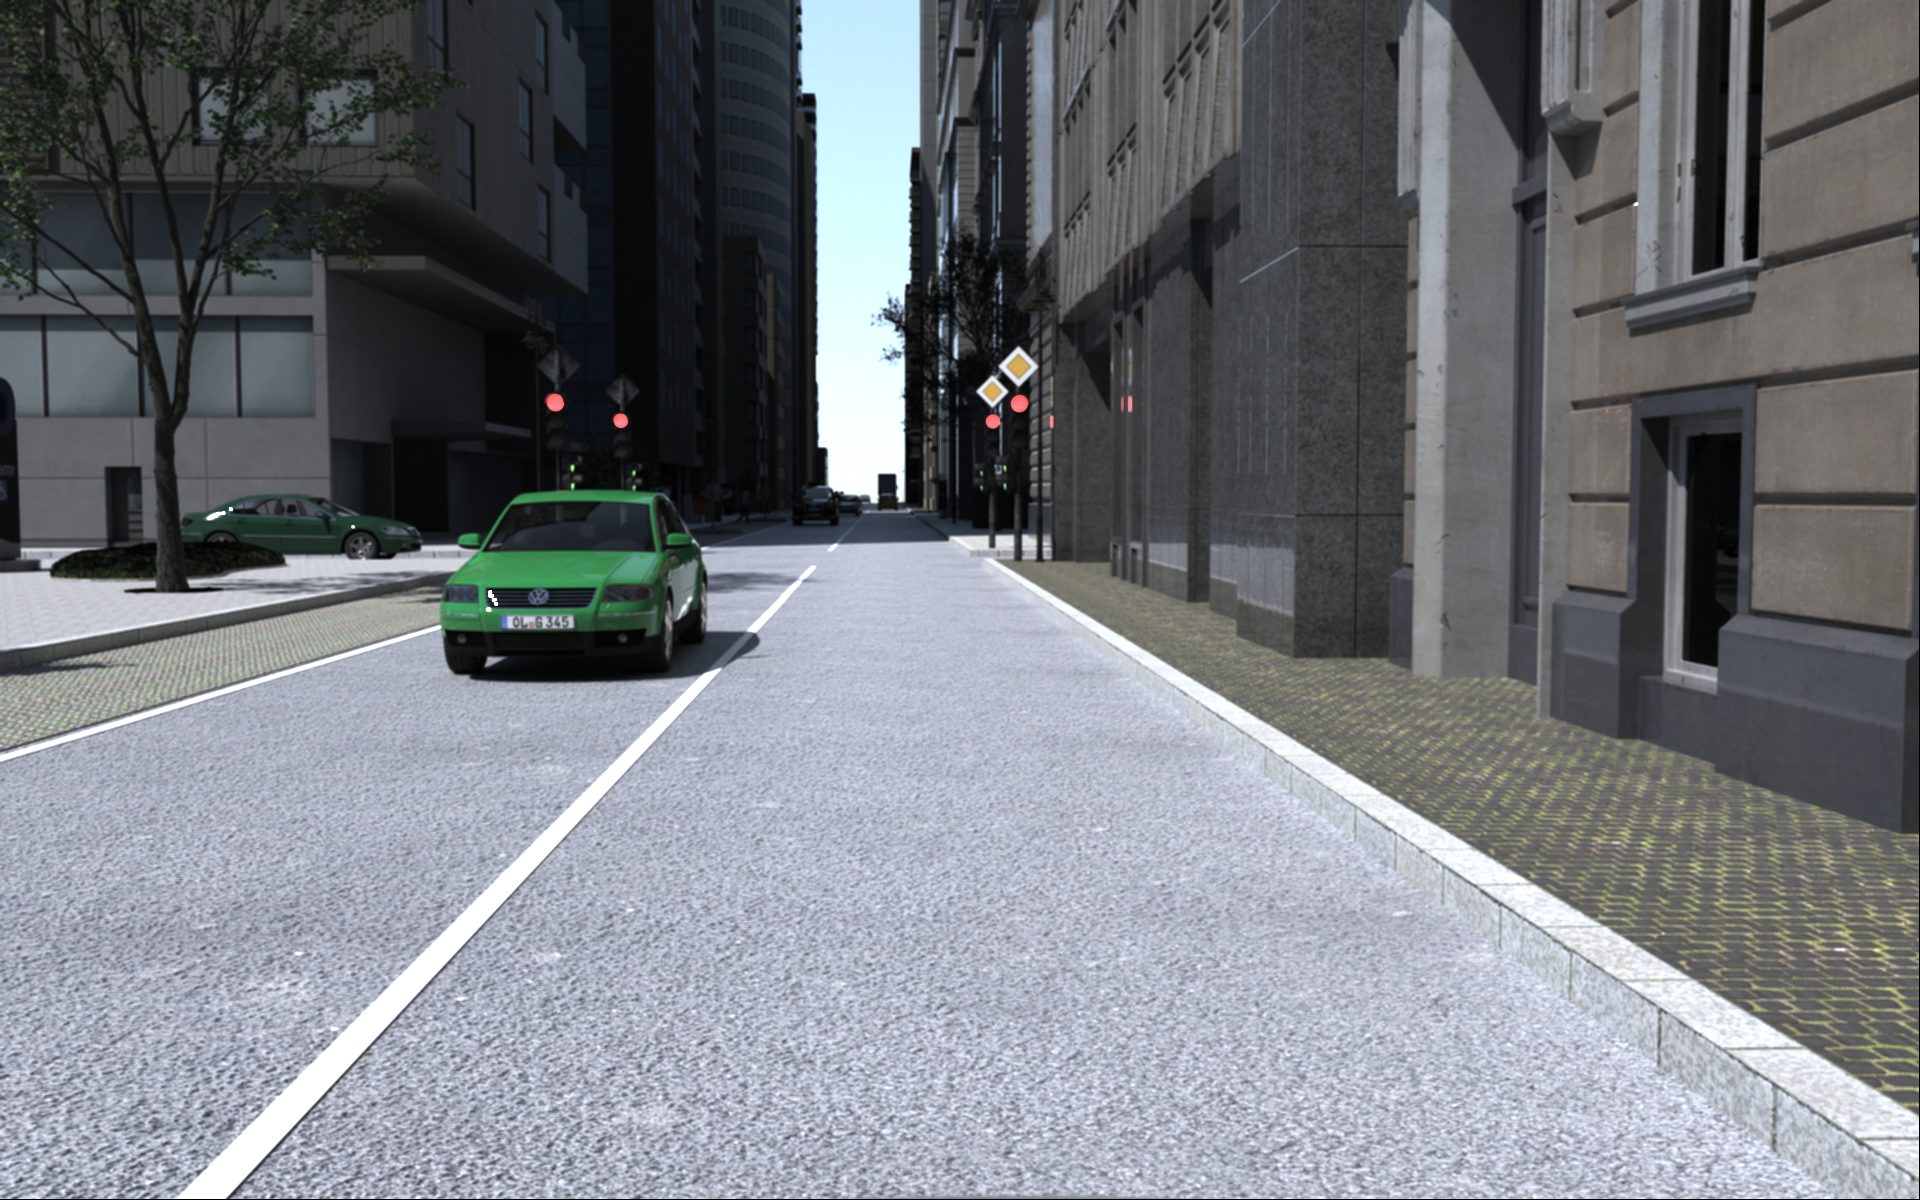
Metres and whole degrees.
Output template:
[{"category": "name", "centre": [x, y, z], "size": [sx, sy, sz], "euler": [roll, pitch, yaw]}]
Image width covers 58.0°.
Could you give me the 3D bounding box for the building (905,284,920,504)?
[{"category": "building", "centre": [-0.597, -28.522, 238.036], "size": [14.160, 30.474, 14.107], "euler": [0, 4, -2]}]

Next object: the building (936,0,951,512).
[{"category": "building", "centre": [5.248, -27.106, 126.773], "size": [14.154, 41.232, 14.086], "euler": [0, 4, -2]}]

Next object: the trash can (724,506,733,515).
[{"category": "trash can", "centre": [-14.349, -5.866, 107.569], "size": [0.748, 1.137, 0.748], "euler": [0, 3, 0]}]

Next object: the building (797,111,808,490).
[{"category": "building", "centre": [-23.178, -30.319, 179.309], "size": [14.154, 41.232, 14.086], "euler": [0, 4, -2]}]

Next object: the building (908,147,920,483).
[{"category": "building", "centre": [4.740, -34.332, 215.952], "size": [22.147, 44.769, 28.867], "euler": [0, 4, -2]}]

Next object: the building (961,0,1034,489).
[{"category": "building", "centre": [7.297, -17.702, 75.338], "size": [13.634, 28.700, 20.117], "euler": [0, 4, -2]}]

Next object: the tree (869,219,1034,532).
[{"category": "tree", "centre": [0.966, -7.636, 59.253], "size": [7.601, 10.594, 8.767], "euler": [1, 4, 22]}]

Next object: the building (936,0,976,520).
[{"category": "building", "centre": [4.622, -19.751, 100.424], "size": [11.434, 29.767, 29.804], "euler": [0, 4, -2]}]

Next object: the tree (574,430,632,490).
[{"category": "tree", "centre": [-10.912, -3.530, 52.318], "size": [1.663, 3.219, 1.824], "euler": [0, 3, 0]}]

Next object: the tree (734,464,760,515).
[{"category": "tree", "centre": [-13.377, -7.003, 109.107], "size": [1.663, 3.219, 1.824], "euler": [0, 3, 0]}]

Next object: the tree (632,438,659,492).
[{"category": "tree", "centre": [-11.101, -3.938, 58.987], "size": [1.663, 3.219, 1.824], "euler": [0, 3, 0]}]

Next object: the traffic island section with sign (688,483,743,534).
[{"category": "traffic island section with sign", "centre": [-8.849, -3.279, 62.239], "size": [1.989, 1.847, 2.006], "euler": [0, 4, -2]}]

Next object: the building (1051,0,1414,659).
[{"category": "building", "centre": [8.170, -12.532, 22.913], "size": [12.078, 24.808, 19.932], "euler": [0, 4, -2]}]

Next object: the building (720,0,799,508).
[{"category": "building", "centre": [-26.030, -37.647, 157.529], "size": [21.231, 58.520, 28.212], "euler": [0, 4, -2]}]

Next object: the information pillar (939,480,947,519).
[{"category": "information pillar", "centre": [-0.883, -5.236, 90.100], "size": [0.304, 2.012, 0.304], "euler": [3, 5, 41]}]

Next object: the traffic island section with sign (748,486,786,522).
[{"category": "traffic island section with sign", "centre": [-10.028, -4.950, 89.561], "size": [1.989, 1.847, 2.006], "euler": [0, 4, -2]}]

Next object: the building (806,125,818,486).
[{"category": "building", "centre": [-24.283, -33.965, 205.432], "size": [14.600, 45.320, 14.200], "euler": [0, 4, -2]}]

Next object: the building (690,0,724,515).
[{"category": "building", "centre": [-21.780, -25.661, 103.146], "size": [14.154, 41.232, 14.086], "euler": [0, 4, -2]}]

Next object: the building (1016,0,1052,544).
[{"category": "building", "centre": [11.446, -13.276, 45.944], "size": [19.941, 23.489, 11.050], "euler": [0, 4, -2]}]

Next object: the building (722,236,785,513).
[{"category": "building", "centre": [-27.943, -17.432, 130.047], "size": [27.650, 21.520, 28.899], "euler": [0, 4, -2]}]

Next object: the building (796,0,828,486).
[{"category": "building", "centre": [-30.322, -57.398, 251.132], "size": [22.319, 86.520, 31.000], "euler": [0, 4, -2]}]

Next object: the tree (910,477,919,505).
[{"category": "tree", "centre": [-5.025, -12.576, 200.214], "size": [1.663, 3.219, 1.824], "euler": [0, 3, 0]}]

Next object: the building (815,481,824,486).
[{"category": "building", "centre": [-34.076, -32.560, 224.244], "size": [32.217, 40.220, 23.993], "euler": [0, 4, -2]}]

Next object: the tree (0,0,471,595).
[{"category": "tree", "centre": [-10.348, -5.916, 22.480], "size": [9.928, 11.665, 9.643], "euler": [0, 3, 0]}]

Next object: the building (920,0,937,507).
[{"category": "building", "centre": [6.396, -38.870, 177.522], "size": [21.231, 58.520, 28.212], "euler": [0, 4, -2]}]

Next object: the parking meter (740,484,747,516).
[{"category": "parking meter", "centre": [-12.775, -5.911, 102.353], "size": [0.255, 1.863, 0.399], "euler": [-3, 4, -38]}]

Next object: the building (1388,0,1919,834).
[{"category": "building", "centre": [9.886, -13.269, 2.861], "size": [13.634, 28.700, 20.117], "euler": [0, 4, -2]}]

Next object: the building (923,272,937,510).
[{"category": "building", "centre": [10.953, -18.643, 149.859], "size": [27.650, 21.520, 28.899], "euler": [0, 4, -2]}]

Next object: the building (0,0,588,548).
[{"category": "building", "centre": [-26.660, -28.281, 51.642], "size": [28.713, 52.752, 27.495], "euler": [0, 4, -2]}]

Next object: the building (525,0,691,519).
[{"category": "building", "centre": [-20.315, -26.352, 80.963], "size": [14.600, 45.320, 14.200], "euler": [0, 4, -2]}]

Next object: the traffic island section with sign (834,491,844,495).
[{"category": "traffic island section with sign", "centre": [-16.977, -14.763, 249.998], "size": [1.989, 1.847, 2.006], "euler": [0, 4, -2]}]
